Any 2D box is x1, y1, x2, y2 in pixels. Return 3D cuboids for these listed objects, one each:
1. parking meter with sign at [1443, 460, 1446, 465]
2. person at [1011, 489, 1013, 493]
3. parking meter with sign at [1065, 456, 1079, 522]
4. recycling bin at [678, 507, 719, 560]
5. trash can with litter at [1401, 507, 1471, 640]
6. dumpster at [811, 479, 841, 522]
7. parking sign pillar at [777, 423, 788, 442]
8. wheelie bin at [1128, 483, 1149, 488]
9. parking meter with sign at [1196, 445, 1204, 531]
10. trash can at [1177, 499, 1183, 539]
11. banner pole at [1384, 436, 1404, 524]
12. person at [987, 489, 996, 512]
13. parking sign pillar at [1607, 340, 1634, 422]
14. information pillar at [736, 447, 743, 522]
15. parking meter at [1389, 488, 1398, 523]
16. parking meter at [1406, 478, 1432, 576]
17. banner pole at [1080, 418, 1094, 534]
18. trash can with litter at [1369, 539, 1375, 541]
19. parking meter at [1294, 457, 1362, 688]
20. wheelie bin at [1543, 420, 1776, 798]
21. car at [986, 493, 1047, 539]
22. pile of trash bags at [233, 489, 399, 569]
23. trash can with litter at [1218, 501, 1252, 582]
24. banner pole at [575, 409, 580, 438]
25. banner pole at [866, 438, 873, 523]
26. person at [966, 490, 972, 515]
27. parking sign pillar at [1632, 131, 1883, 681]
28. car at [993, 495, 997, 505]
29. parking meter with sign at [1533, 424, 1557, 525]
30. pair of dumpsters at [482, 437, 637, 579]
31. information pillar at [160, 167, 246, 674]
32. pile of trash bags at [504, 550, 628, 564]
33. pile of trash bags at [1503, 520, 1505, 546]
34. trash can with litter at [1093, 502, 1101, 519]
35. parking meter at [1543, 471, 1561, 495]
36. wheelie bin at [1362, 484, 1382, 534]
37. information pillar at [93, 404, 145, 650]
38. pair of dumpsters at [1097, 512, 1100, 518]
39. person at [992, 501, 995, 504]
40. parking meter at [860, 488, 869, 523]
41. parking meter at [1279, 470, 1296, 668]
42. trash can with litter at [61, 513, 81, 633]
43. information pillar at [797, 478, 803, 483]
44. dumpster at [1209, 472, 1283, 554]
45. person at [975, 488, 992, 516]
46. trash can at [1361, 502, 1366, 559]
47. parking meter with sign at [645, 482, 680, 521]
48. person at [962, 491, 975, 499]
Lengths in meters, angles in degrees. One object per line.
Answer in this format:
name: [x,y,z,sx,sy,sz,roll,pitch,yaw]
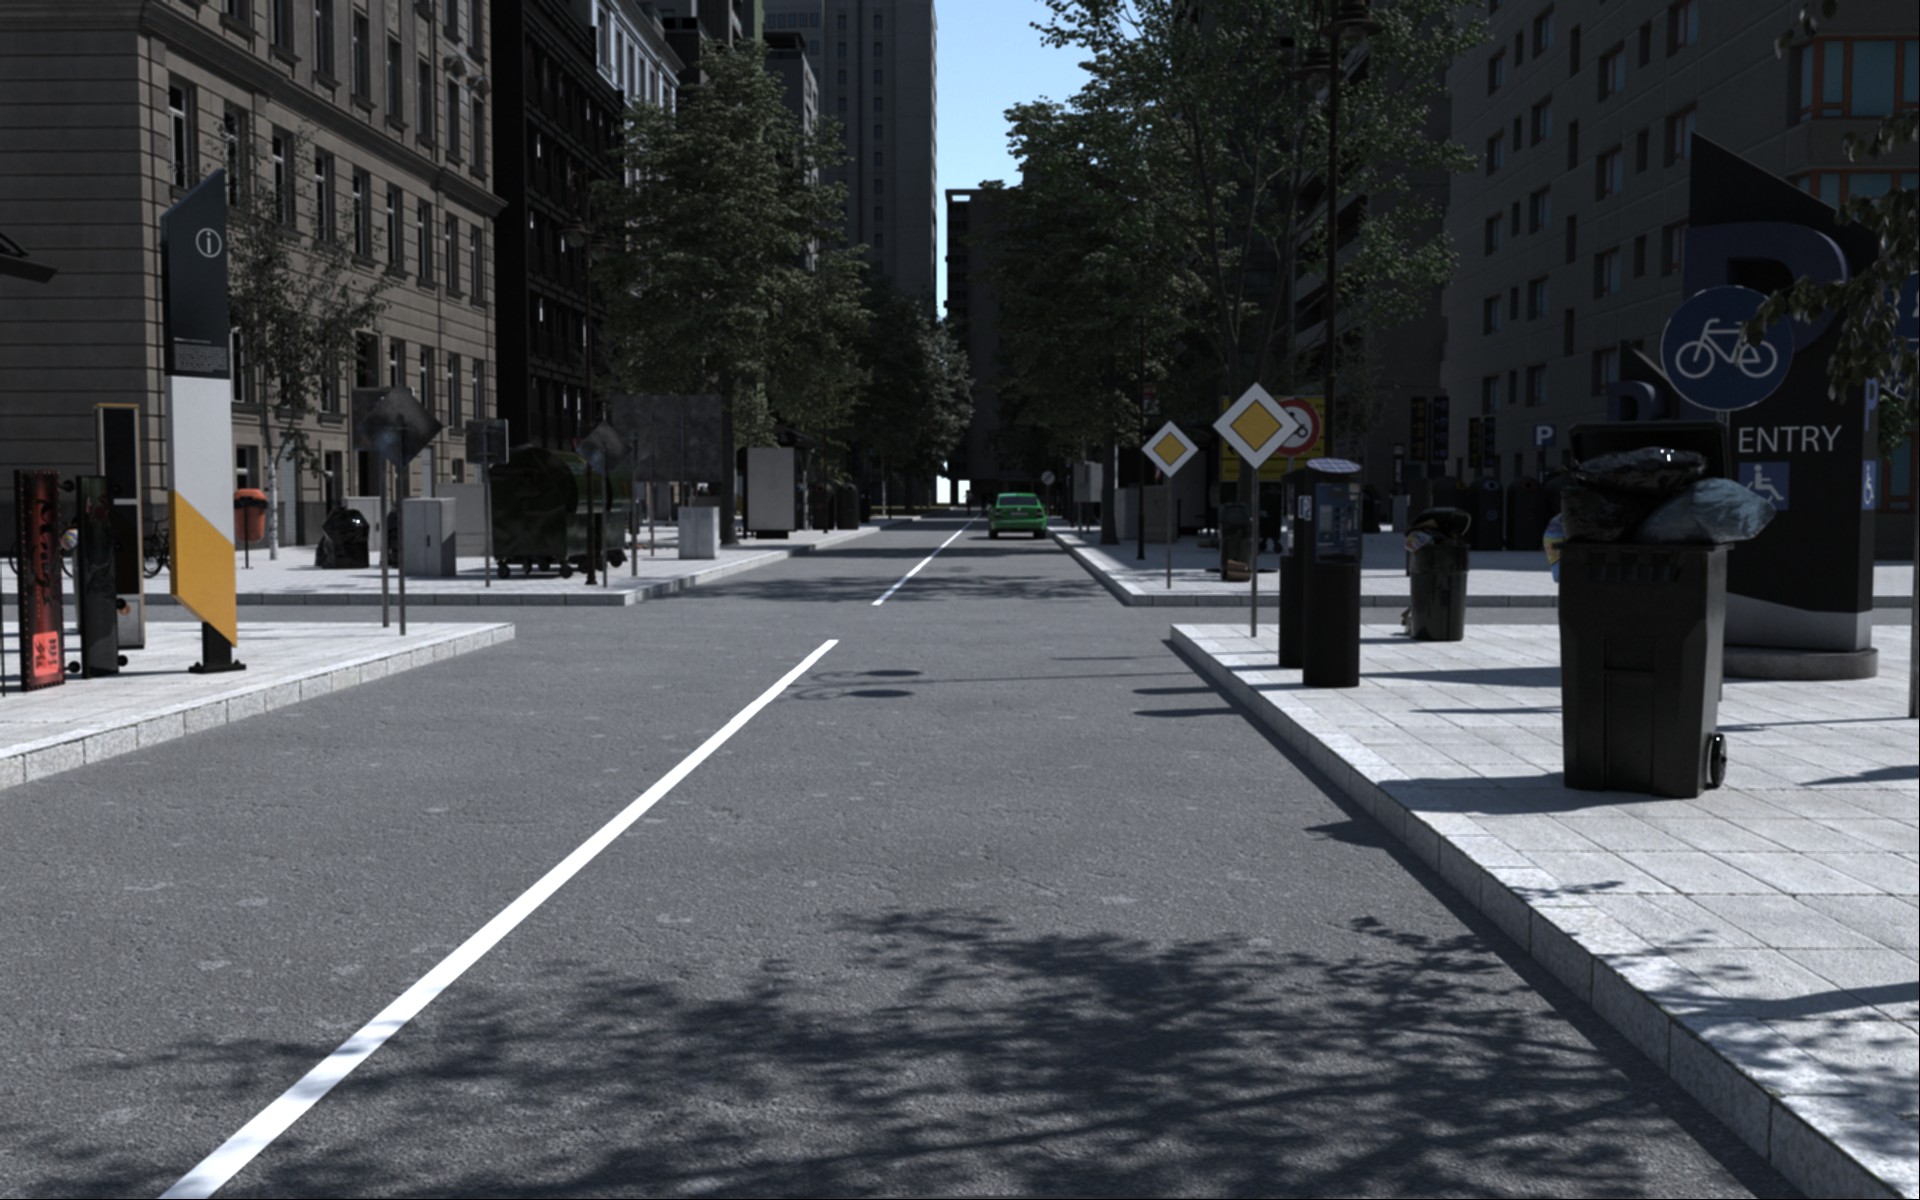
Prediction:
parking meter with sign: [20.631,-4.558,70.791,0.543,3.016,1.738,-3,5,-40]
person: [3.835,-7.336,128.444,1.348,1.824,0.705,-2,4,-24]
parking meter with sign: [5.277,-5.118,79.943,0.543,3.016,1.738,1,4,15]
recycling bin: [-5.149,-1.321,34.156,0.722,1.027,0.722,0,4,0]
trash can with litter: [4.162,-0.250,15.468,0.624,1.170,1.055,0,4,0]
dumpster: [-4.960,-3.651,65.447,1.264,1.857,1.865,0,4,1]
parking sign pillar: [-6.648,-4.788,66.758,1.447,3.967,1.447,1,4,11]
wheelie bin: [5.220,-2.638,51.035,0.980,1.594,0.693,-1,4,-14]
parking meter with sign: [8.377,-3.979,61.317,0.543,3.016,1.738,0,4,3]
trash can: [5.730,-2.191,47.476,0.748,1.137,0.748,0,3,0]
banner pole: [18.788,-5.191,74.884,0.863,3.779,0.401,2,4,27]
person: [2.498,-7.921,138.035,0.705,1.821,1.348,3,4,37]
parking sign pillar: [11.669,-2.520,29.672,1.447,3.967,1.447,-1,4,-20]
information pillar: [-9.886,-5.337,78.614,0.504,3.616,0.183,0,4,-6]
parking meter: [19.043,-4.140,76.100,0.372,1.533,0.369,0,3,0]
parking meter: [7.170,-1.139,27.041,0.372,1.533,0.369,0,3,0]
banner pole: [4.019,-4.006,55.521,0.401,3.779,0.863,2,4,29]
trash can with litter: [10.225,-2.226,47.452,2.233,1.210,1.678,2,4,35]
parking meter: [2.490,-0.194,11.582,0.372,1.533,0.369,0,3,0]
wheelie bin: [3.001,0.022,7.541,0.980,1.594,0.693,2,4,32]
car: [1.829,-2.896,56.143,1.959,1.807,4.718,0,4,0]
pile of trash bags: [-10.936,-1.255,30.268,3.447,1.369,1.912,-1,4,-11]
trash can with litter: [4.159,-0.872,25.648,0.624,1.170,1.055,0,4,2]
banner pole: [-11.222,-3.728,50.964,0.401,3.779,0.863,-1,4,-14]
banner pole: [-4.039,-5.349,77.467,0.401,3.779,0.863,1,4,20]
person: [0.522,-6.595,117.259,0.436,1.711,0.756,2,4,34]
parking sign pillar: [5.865,-1.469,12.486,1.447,3.967,1.447,3,5,41]
car: [3.349,-7.922,142.111,1.945,1.354,3.894,0,4,2]
parking meter with sign: [15.009,-2.937,44.279,0.543,3.016,1.738,2,4,25]
pair of dumpsters: [-6.462,-1.571,28.187,1.574,2.255,4.437,0,4,1]
information pillar: [-5.415,-1.284,12.352,0.183,3.616,0.504,2,4,31]
pile of trash bags: [-7.222,-1.425,33.044,1.912,1.369,3.447,1,4,11]
pile of trash bags: [12.645,-2.025,42.856,1.912,1.369,3.447,2,4,30]
trash can with litter: [7.338,-4.781,89.223,2.233,1.210,1.678,2,4,28]
parking meter: [14.663,-2.276,42.930,0.399,1.863,0.255,1,4,17]
wheelie bin: [13.328,-2.976,56.558,0.693,1.594,0.980,3,4,37]
information pillar: [-6.937,-0.599,14.292,0.304,2.012,0.304,-2,4,-33]
pair of dumpsters: [8.125,-5.633,94.600,1.574,2.255,4.437,0,4,1]
person: [2.711,-6.553,118.899,1.065,1.426,0.557,0,4,1]
parking meter: [-4.206,-4.160,76.433,0.372,1.533,0.369,0,3,0]
parking meter: [2.561,-0.271,12.846,0.372,1.533,0.369,0,3,0]
trash can with litter: [-8.074,-0.290,16.130,0.624,1.170,1.055,-2,4,-33]
information pillar: [-7.165,-4.453,77.302,0.304,2.012,0.304,3,4,38]
dumpster: [6.351,-2.179,38.116,1.502,2.255,1.985,0,4,2]
person: [1.588,-6.538,115.403,1.348,1.822,0.705,2,4,32]
trash can: [7.261,-1.280,32.583,0.748,1.137,0.748,0,3,0]
parking meter with sign: [-14.222,-5.279,82.566,1.738,3.016,0.543,-3,4,-37]
person: [0.874,-10.205,175.349,1.348,1.824,0.705,-1,4,-18]
